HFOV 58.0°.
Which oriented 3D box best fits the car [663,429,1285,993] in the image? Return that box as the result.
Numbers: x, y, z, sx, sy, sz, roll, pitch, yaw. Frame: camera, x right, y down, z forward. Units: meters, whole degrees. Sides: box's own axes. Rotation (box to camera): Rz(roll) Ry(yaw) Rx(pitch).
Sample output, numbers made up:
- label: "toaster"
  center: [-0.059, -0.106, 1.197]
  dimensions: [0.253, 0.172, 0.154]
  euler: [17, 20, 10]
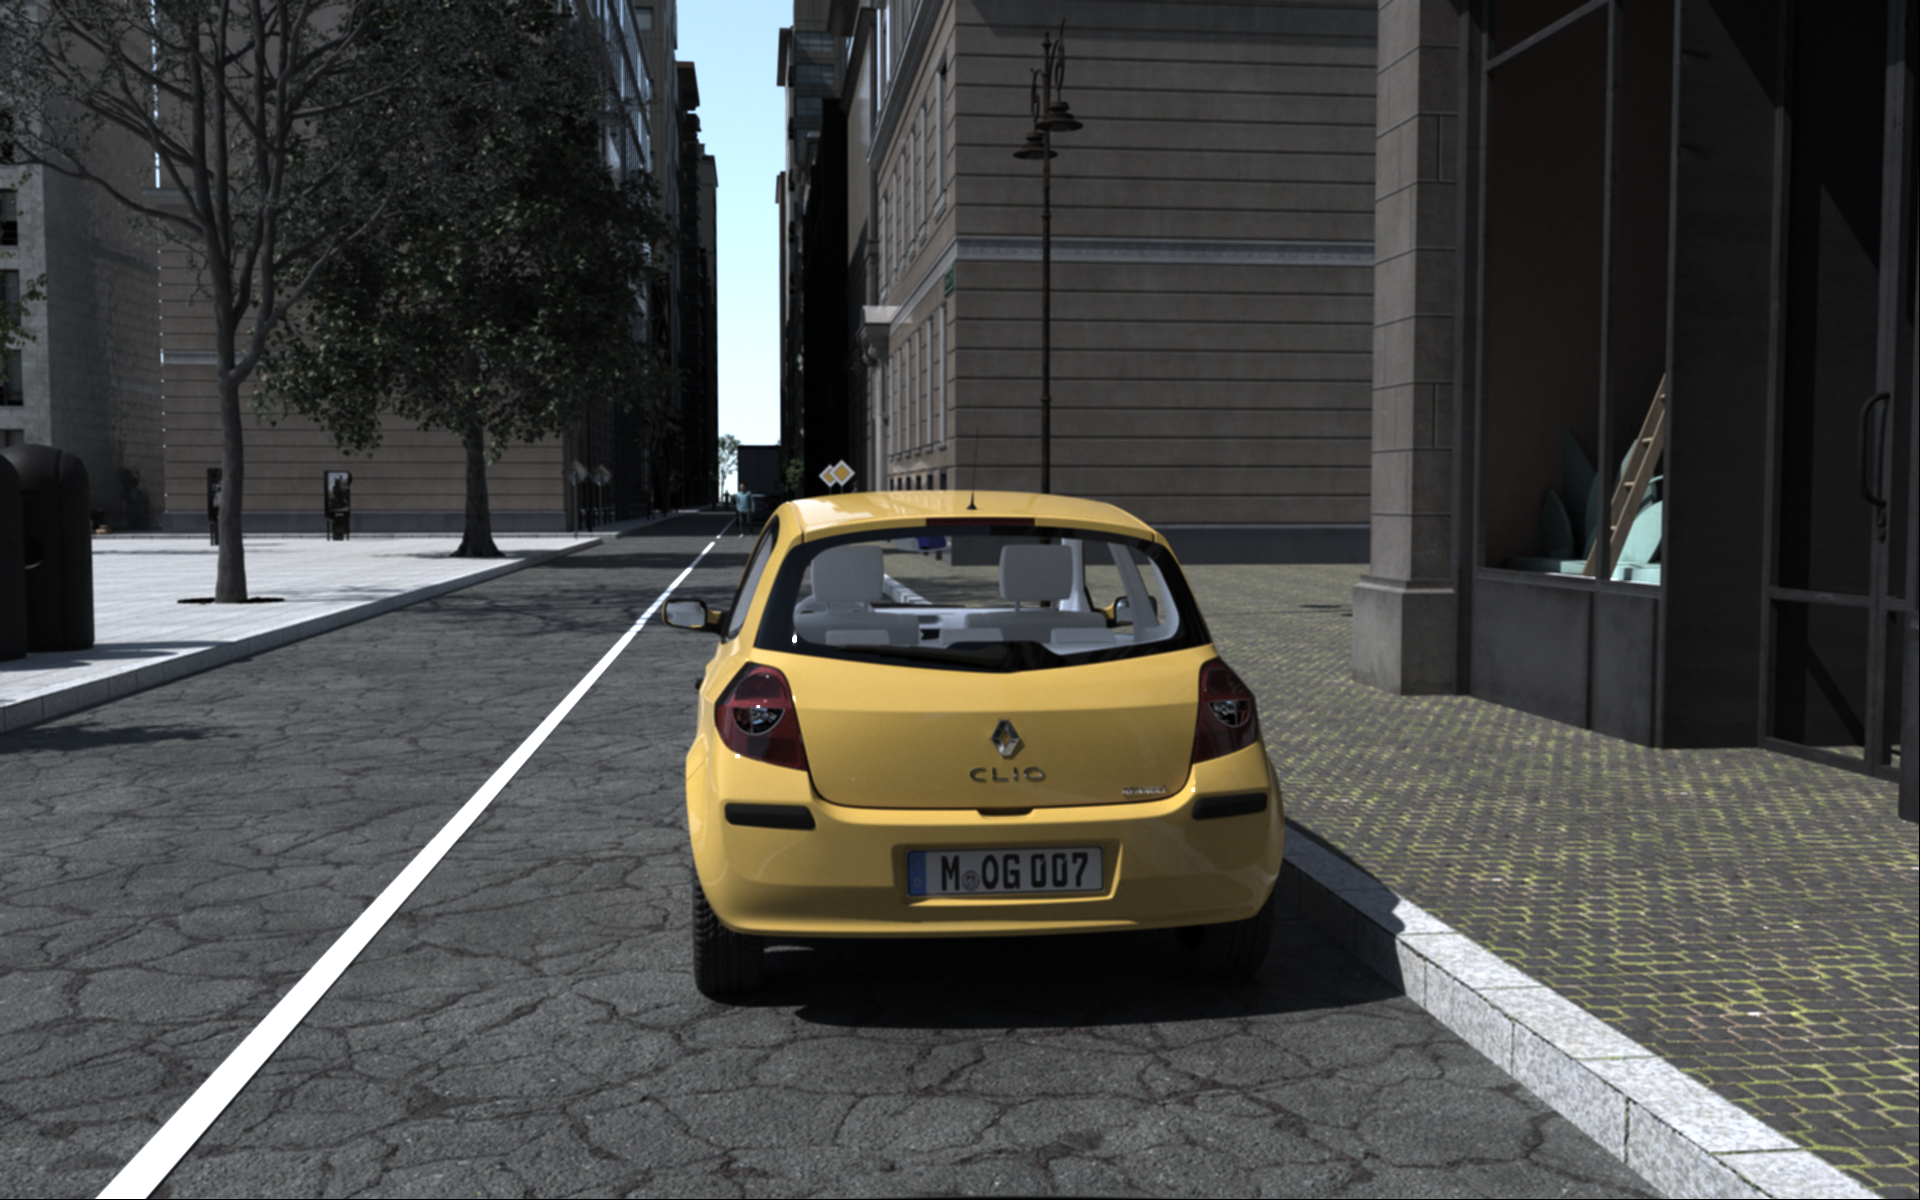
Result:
- label: "car"
  center: [-0.117, 0.229, 6.477]
  dimensions: [2.015, 1.641, 3.980]
  euler: [0, 4, -7]

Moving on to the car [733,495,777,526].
- label: "car"
  center: [-9.438, -4.149, 79.838]
  dimensions: [2.014, 1.417, 4.499]
  euler: [0, 4, -8]

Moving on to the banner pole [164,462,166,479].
- label: "banner pole"
  center: [-44.349, -6.527, 96.739]
  dimensions: [0.863, 3.779, 0.401]
  euler: [0, 4, 4]

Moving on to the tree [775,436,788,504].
- label: "tree"
  center: [-22.605, -16.608, 221.899]
  dimensions: [4.737, 8.622, 4.395]
  euler: [0, 3, 0]

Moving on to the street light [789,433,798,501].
- label: "street light"
  center: [-12.511, -9.719, 131.695]
  dimensions: [0.468, 5.910, 1.993]
  euler: [0, 4, -7]

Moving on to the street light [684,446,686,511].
- label: "street light"
  center: [-21.428, -9.866, 134.100]
  dimensions: [0.468, 5.910, 1.993]
  euler: [0, 4, -7]

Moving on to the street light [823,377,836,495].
- label: "street light"
  center: [-5.165, -5.871, 68.782]
  dimensions: [0.468, 5.910, 1.993]
  euler: [0, 4, -7]

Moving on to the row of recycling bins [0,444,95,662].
- label: "row of recycling bins"
  center: [-7.876, -0.357, 12.952]
  dimensions: [1.069, 1.692, 3.534]
  euler: [1, 4, 13]

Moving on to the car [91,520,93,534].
- label: "car"
  center: [-28.482, -2.396, 51.540]
  dimensions: [4.827, 1.381, 2.083]
  euler: [0, 4, -6]

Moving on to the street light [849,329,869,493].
- label: "street light"
  center: [-2.836, -4.641, 48.676]
  dimensions: [0.468, 5.910, 1.993]
  euler: [0, 4, -7]

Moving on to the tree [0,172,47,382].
- label: "tree"
  center: [-21.257, -5.253, 36.249]
  dimensions: [4.737, 8.622, 4.395]
  euler: [0, 3, 0]

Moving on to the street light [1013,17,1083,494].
- label: "street light"
  center: [0.868, -2.732, 17.457]
  dimensions: [0.468, 5.910, 1.993]
  euler: [0, 4, -7]

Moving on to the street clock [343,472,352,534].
- label: "street clock"
  center: [-19.643, -3.103, 55.305]
  dimensions: [0.471, 2.002, 0.358]
  euler: [2, 4, 31]

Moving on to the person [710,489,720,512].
- label: "person"
  center: [-20.077, -8.137, 141.550]
  dimensions: [0.705, 1.824, 1.348]
  euler: [-3, 5, -45]

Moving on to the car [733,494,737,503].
- label: "car"
  center: [-32.122, -14.685, 251.897]
  dimensions: [2.131, 1.459, 4.920]
  euler: [-1, 4, -8]

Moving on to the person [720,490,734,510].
- label: "person"
  center: [-21.435, -9.221, 159.249]
  dimensions: [1.348, 1.826, 0.705]
  euler: [0, 4, -2]

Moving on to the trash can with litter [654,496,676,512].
- label: "trash can with litter"
  center: [-21.541, -6.948, 124.662]
  dimensions: [2.233, 1.210, 1.678]
  euler: [1, 4, 11]

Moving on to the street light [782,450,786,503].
- label: "street light"
  center: [-17.877, -12.477, 176.782]
  dimensions: [0.468, 5.910, 1.993]
  euler: [0, 4, -7]

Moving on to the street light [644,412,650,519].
- label: "street light"
  center: [-16.058, -7.107, 88.984]
  dimensions: [0.468, 5.910, 1.993]
  euler: [0, 4, -7]

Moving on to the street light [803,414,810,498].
- label: "street light"
  center: [-8.806, -7.799, 100.302]
  dimensions: [0.468, 5.910, 1.993]
  euler: [0, 4, -7]

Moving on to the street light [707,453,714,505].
- label: "street light"
  center: [-28.526, -13.687, 196.574]
  dimensions: [0.468, 5.910, 1.993]
  euler: [0, 4, -7]

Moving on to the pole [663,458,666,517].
- label: "pole"
  center: [-16.644, -6.341, 97.510]
  dimensions: [0.158, 3.312, 0.155]
  euler: [0, 3, 0]

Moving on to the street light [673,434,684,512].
- label: "street light"
  center: [-19.707, -9.033, 120.474]
  dimensions: [0.468, 5.910, 1.993]
  euler: [0, 4, -7]

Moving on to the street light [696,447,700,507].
- label: "street light"
  center: [-24.971, -11.777, 165.338]
  dimensions: [0.468, 5.910, 1.993]
  euler: [0, 4, -7]

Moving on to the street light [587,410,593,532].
- label: "street light"
  center: [-12.374, -5.197, 57.762]
  dimensions: [0.468, 5.910, 1.993]
  euler: [0, 4, -7]

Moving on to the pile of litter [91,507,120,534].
- label: "pile of litter"
  center: [-27.531, -2.519, 55.143]
  dimensions: [1.719, 0.858, 1.176]
  euler: [0, 4, 6]

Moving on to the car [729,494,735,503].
- label: "car"
  center: [-34.522, -15.607, 266.966]
  dimensions: [2.131, 1.459, 4.920]
  euler: [0, 4, -8]

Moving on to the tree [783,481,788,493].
- label: "tree"
  center: [-21.337, -13.611, 217.139]
  dimensions: [1.663, 3.219, 1.824]
  euler: [0, 3, 0]

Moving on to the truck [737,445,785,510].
- label: "truck"
  center: [-11.999, -7.070, 104.506]
  dimensions: [2.839, 4.237, 11.283]
  euler: [0, 4, -5]

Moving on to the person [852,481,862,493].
- label: "person"
  center: [-3.127, -2.708, 52.794]
  dimensions: [0.581, 1.822, 0.654]
  euler: [-2, 4, -35]

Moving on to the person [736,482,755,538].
- label: "person"
  center: [-7.073, -2.982, 57.278]
  dimensions: [0.660, 1.820, 0.620]
  euler: [1, 4, 10]
